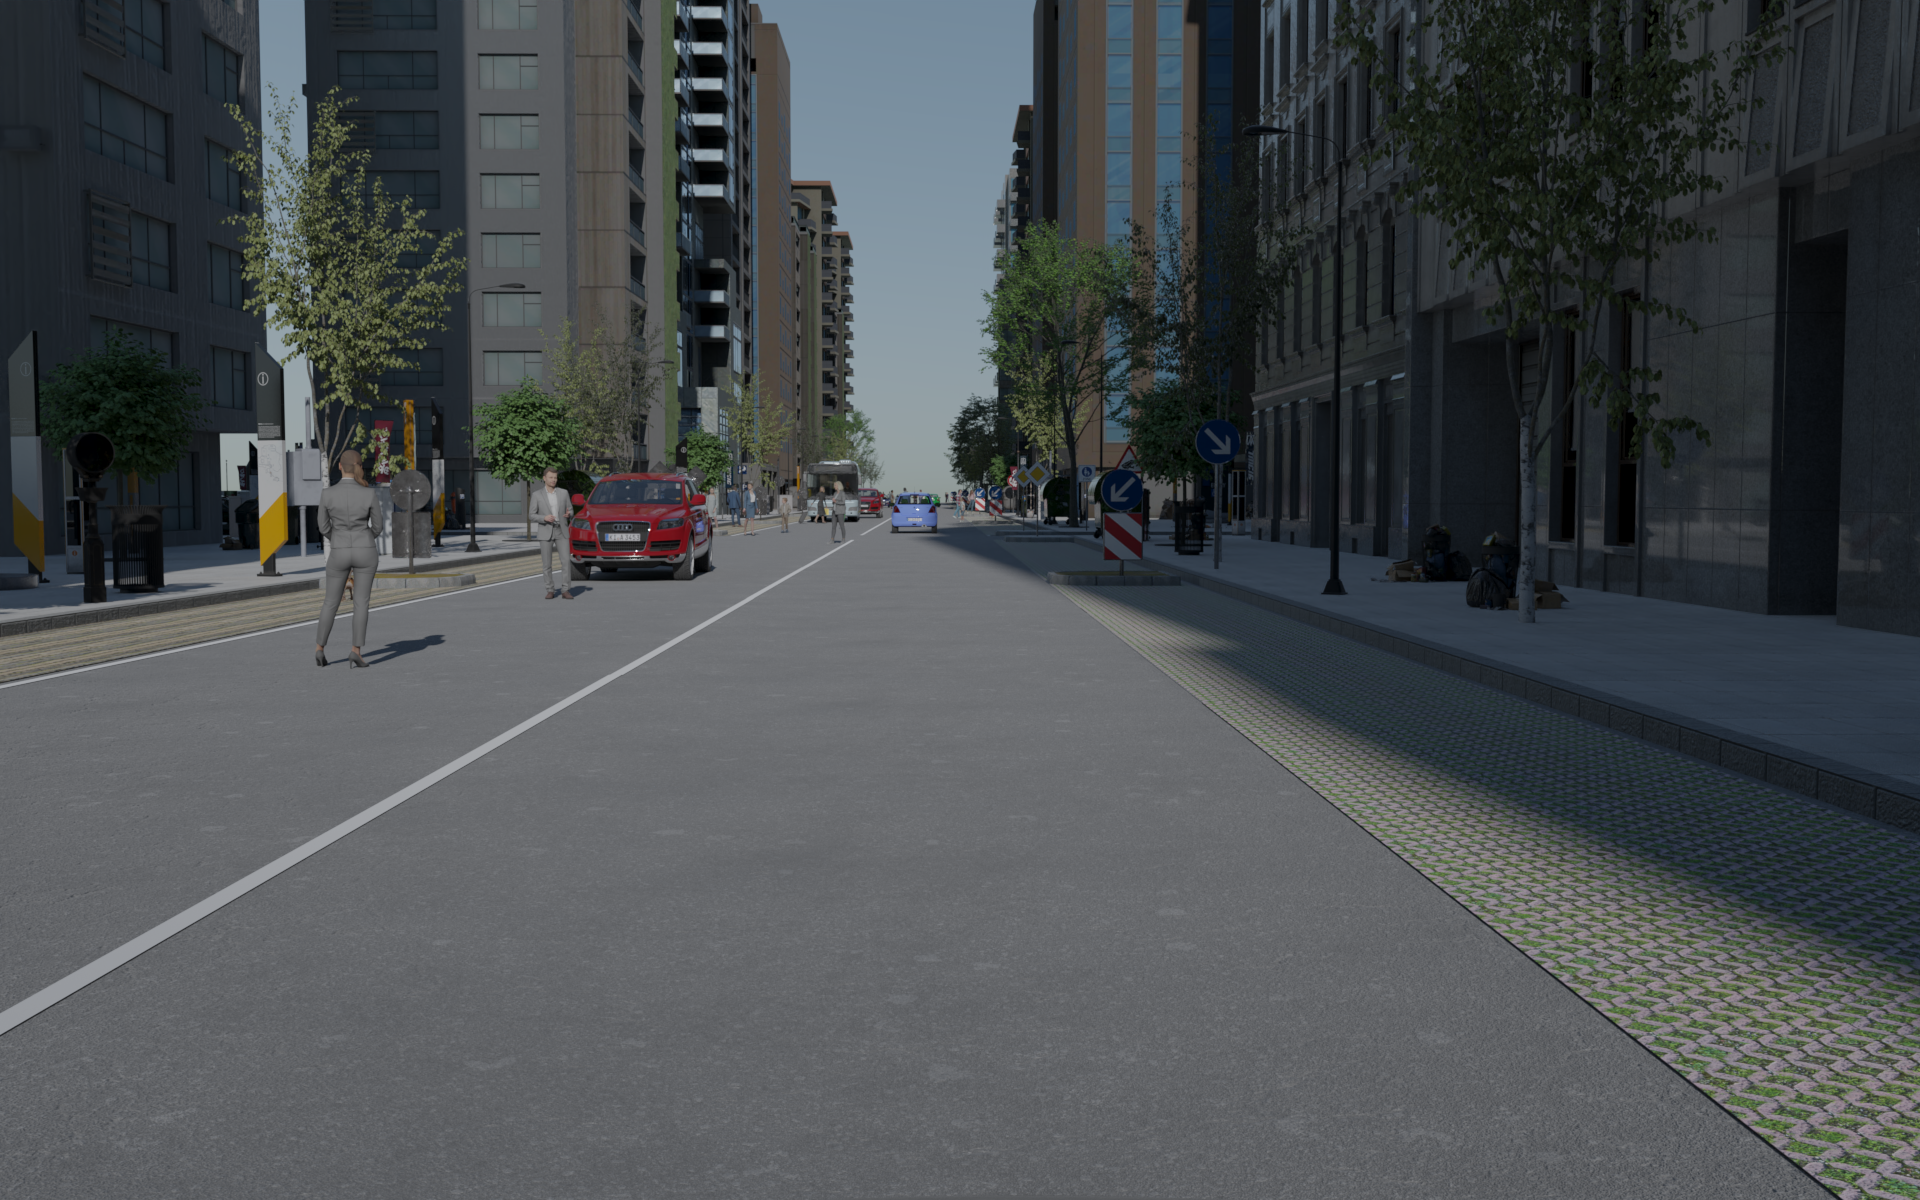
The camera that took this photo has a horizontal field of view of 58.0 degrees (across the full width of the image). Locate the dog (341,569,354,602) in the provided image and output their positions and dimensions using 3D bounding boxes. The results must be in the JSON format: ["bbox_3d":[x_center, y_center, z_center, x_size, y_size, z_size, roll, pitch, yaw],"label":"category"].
[{"bbox_3d":[-8.165,-0.232,23.075,0.540,0.507,0.406,2,4,25],"label":"dog"}]

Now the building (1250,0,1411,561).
[{"bbox_3d":[13.098,-11.661,39.816,9.793,20.994,18.267,0,4,-1],"label":"building"}]

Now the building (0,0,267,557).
[{"bbox_3d":[-25.171,-21.841,40.700,14.086,41.232,14.154,0,4,-1],"label":"building"}]

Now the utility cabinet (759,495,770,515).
[{"bbox_3d":[-12.247,-5.946,108.372,0.306,1.237,1.020,-2,4,-32],"label":"utility cabinet"}]

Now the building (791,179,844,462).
[{"bbox_3d":[-27.994,-35.533,235.584,22.147,44.769,28.867,0,4,-1],"label":"building"}]

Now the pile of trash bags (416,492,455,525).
[{"bbox_3d":[-22.392,-3.828,72.337,3.447,1.369,1.912,-2,4,-34],"label":"pile of trash bags"}]

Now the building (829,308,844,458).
[{"bbox_3d":[-24.637,-29.766,258.368,14.160,30.474,14.107,0,4,-1],"label":"building"}]

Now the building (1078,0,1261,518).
[{"bbox_3d":[12.872,-27.318,96.766,14.600,45.320,14.200,0,4,-1],"label":"building"}]

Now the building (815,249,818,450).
[{"bbox_3d":[-23.335,-25.738,192.517,14.160,30.474,14.107,0,4,-1],"label":"building"}]

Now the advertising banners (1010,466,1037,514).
[{"bbox_3d":[4.201,-6.942,109.697,2.074,3.025,0.090,0,4,6],"label":"advertising banners"}]

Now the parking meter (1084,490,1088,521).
[{"bbox_3d":[6.020,-4.608,83.756,0.372,1.533,0.369,0,3,0],"label":"parking meter"}]

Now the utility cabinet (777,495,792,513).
[{"bbox_3d":[-12.055,-6.612,119.273,1.020,1.237,0.306,-2,4,-30],"label":"utility cabinet"}]

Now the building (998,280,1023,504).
[{"bbox_3d":[12.021,-28.175,232.358,14.160,30.474,14.107,0,4,-1],"label":"building"}]

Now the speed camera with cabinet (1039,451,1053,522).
[{"bbox_3d":[4.007,-5.244,80.071,0.660,3.252,2.038,0,4,4],"label":"speed camera with cabinet"}]

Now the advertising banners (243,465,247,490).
[{"bbox_3d":[-42.893,-6.684,105.477,2.074,3.025,0.090,-1,4,-16],"label":"advertising banners"}]

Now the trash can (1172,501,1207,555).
[{"bbox_3d":[4.820,-1.516,36.435,0.748,1.137,0.748,0,3,0],"label":"trash can"}]

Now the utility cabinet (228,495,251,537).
[{"bbox_3d":[-21.420,-2.470,51.540,0.306,1.237,1.020,-3,5,-42],"label":"utility cabinet"}]

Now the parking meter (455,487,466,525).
[{"bbox_3d":[-18.684,-3.447,64.775,0.372,1.533,0.369,0,3,0],"label":"parking meter"}]

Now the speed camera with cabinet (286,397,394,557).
[{"bbox_3d":[-12.865,-2.545,35.941,2.038,3.252,0.660,-3,4,-38],"label":"speed camera with cabinet"}]

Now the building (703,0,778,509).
[{"bbox_3d":[-26.032,-43.205,144.661,20.563,71.187,20.611,0,4,-1],"label":"building"}]

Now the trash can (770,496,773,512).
[{"bbox_3d":[-13.559,-6.792,122.699,0.748,1.137,0.748,0,3,0],"label":"trash can"}]

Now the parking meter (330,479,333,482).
[{"bbox_3d":[-25.059,-3.861,68.838,0.255,1.863,0.399,-2,4,-29],"label":"parking meter"}]

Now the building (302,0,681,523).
[{"bbox_3d":[-21.194,-24.291,80.751,14.154,41.232,14.086,0,4,-1],"label":"building"}]

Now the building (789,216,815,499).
[{"bbox_3d":[-22.815,-24.877,178.442,14.160,30.474,14.107,0,4,-1],"label":"building"}]

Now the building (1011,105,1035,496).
[{"bbox_3d":[17.001,-32.947,193.306,22.147,44.769,28.867,0,4,-1],"label":"building"}]

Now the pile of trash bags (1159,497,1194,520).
[{"bbox_3d":[11.644,-4.728,87.049,3.447,1.369,1.912,3,4,36],"label":"pile of trash bags"}]

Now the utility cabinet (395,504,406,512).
[{"bbox_3d":[-22.652,-3.587,69.808,1.020,1.237,0.306,0,4,3],"label":"utility cabinet"}]

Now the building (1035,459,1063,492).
[{"bbox_3d":[16.175,-41.782,121.387,20.563,71.187,20.611,0,4,-1],"label":"building"}]

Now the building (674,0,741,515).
[{"bbox_3d":[-26.006,-49.226,117.523,22.319,86.520,31.000,0,4,-1],"label":"building"}]

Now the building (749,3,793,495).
[{"bbox_3d":[-23.342,-31.368,162.979,14.600,45.320,14.200,0,4,-1],"label":"building"}]

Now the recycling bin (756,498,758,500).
[{"bbox_3d":[-13.489,-6.063,111.678,0.722,1.027,0.722,-2,4,-28],"label":"recycling bin"}]

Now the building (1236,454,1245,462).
[{"bbox_3d":[26.689,-25.553,72.409,28.867,44.769,22.147,0,4,-1],"label":"building"}]

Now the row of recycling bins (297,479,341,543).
[{"bbox_3d":[-16.936,-2.423,46.727,1.069,1.692,3.534,1,4,13],"label":"row of recycling bins"}]

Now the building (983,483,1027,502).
[{"bbox_3d":[19.889,-36.139,282.751,32.217,40.220,23.993,0,4,-1],"label":"building"}]

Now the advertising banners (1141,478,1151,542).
[{"bbox_3d":[5.009,-3.099,46.862,0.090,3.025,2.074,1,4,13],"label":"advertising banners"}]

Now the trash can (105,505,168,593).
[{"bbox_3d":[-10.715,-0.668,22.574,0.748,1.137,0.748,0,3,0],"label":"trash can"}]

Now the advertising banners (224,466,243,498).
[{"bbox_3d":[-27.771,-4.152,64.067,2.074,3.025,0.090,-1,4,-19],"label":"advertising banners"}]

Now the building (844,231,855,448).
[{"bbox_3d":[-28.451,-38.214,279.426,22.147,44.769,28.867,0,4,-1],"label":"building"}]

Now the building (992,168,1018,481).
[{"bbox_3d":[16.217,-38.839,254.622,23.786,49.044,30.456,0,4,-1],"label":"building"}]

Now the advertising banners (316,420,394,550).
[{"bbox_3d":[-14.055,-2.700,40.328,0.090,3.025,2.074,3,4,37],"label":"advertising banners"}]

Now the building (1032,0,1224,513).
[{"bbox_3d":[13.434,-30.350,146.325,14.600,45.320,14.200,0,4,-1],"label":"building"}]

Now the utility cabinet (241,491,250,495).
[{"bbox_3d":[-47.660,-6.512,115.153,0.318,1.500,1.173,1,4,20],"label":"utility cabinet"}]

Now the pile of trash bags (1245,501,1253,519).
[{"bbox_3d":[14.658,-4.854,89.113,1.912,1.369,3.447,-2,4,-26],"label":"pile of trash bags"}]

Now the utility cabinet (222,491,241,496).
[{"bbox_3d":[-47.668,-6.365,112.742,0.318,1.500,1.173,3,5,44],"label":"utility cabinet"}]

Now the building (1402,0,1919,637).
[{"bbox_3d":[14.122,-12.393,20.650,12.078,24.808,19.932,0,4,-1],"label":"building"}]
